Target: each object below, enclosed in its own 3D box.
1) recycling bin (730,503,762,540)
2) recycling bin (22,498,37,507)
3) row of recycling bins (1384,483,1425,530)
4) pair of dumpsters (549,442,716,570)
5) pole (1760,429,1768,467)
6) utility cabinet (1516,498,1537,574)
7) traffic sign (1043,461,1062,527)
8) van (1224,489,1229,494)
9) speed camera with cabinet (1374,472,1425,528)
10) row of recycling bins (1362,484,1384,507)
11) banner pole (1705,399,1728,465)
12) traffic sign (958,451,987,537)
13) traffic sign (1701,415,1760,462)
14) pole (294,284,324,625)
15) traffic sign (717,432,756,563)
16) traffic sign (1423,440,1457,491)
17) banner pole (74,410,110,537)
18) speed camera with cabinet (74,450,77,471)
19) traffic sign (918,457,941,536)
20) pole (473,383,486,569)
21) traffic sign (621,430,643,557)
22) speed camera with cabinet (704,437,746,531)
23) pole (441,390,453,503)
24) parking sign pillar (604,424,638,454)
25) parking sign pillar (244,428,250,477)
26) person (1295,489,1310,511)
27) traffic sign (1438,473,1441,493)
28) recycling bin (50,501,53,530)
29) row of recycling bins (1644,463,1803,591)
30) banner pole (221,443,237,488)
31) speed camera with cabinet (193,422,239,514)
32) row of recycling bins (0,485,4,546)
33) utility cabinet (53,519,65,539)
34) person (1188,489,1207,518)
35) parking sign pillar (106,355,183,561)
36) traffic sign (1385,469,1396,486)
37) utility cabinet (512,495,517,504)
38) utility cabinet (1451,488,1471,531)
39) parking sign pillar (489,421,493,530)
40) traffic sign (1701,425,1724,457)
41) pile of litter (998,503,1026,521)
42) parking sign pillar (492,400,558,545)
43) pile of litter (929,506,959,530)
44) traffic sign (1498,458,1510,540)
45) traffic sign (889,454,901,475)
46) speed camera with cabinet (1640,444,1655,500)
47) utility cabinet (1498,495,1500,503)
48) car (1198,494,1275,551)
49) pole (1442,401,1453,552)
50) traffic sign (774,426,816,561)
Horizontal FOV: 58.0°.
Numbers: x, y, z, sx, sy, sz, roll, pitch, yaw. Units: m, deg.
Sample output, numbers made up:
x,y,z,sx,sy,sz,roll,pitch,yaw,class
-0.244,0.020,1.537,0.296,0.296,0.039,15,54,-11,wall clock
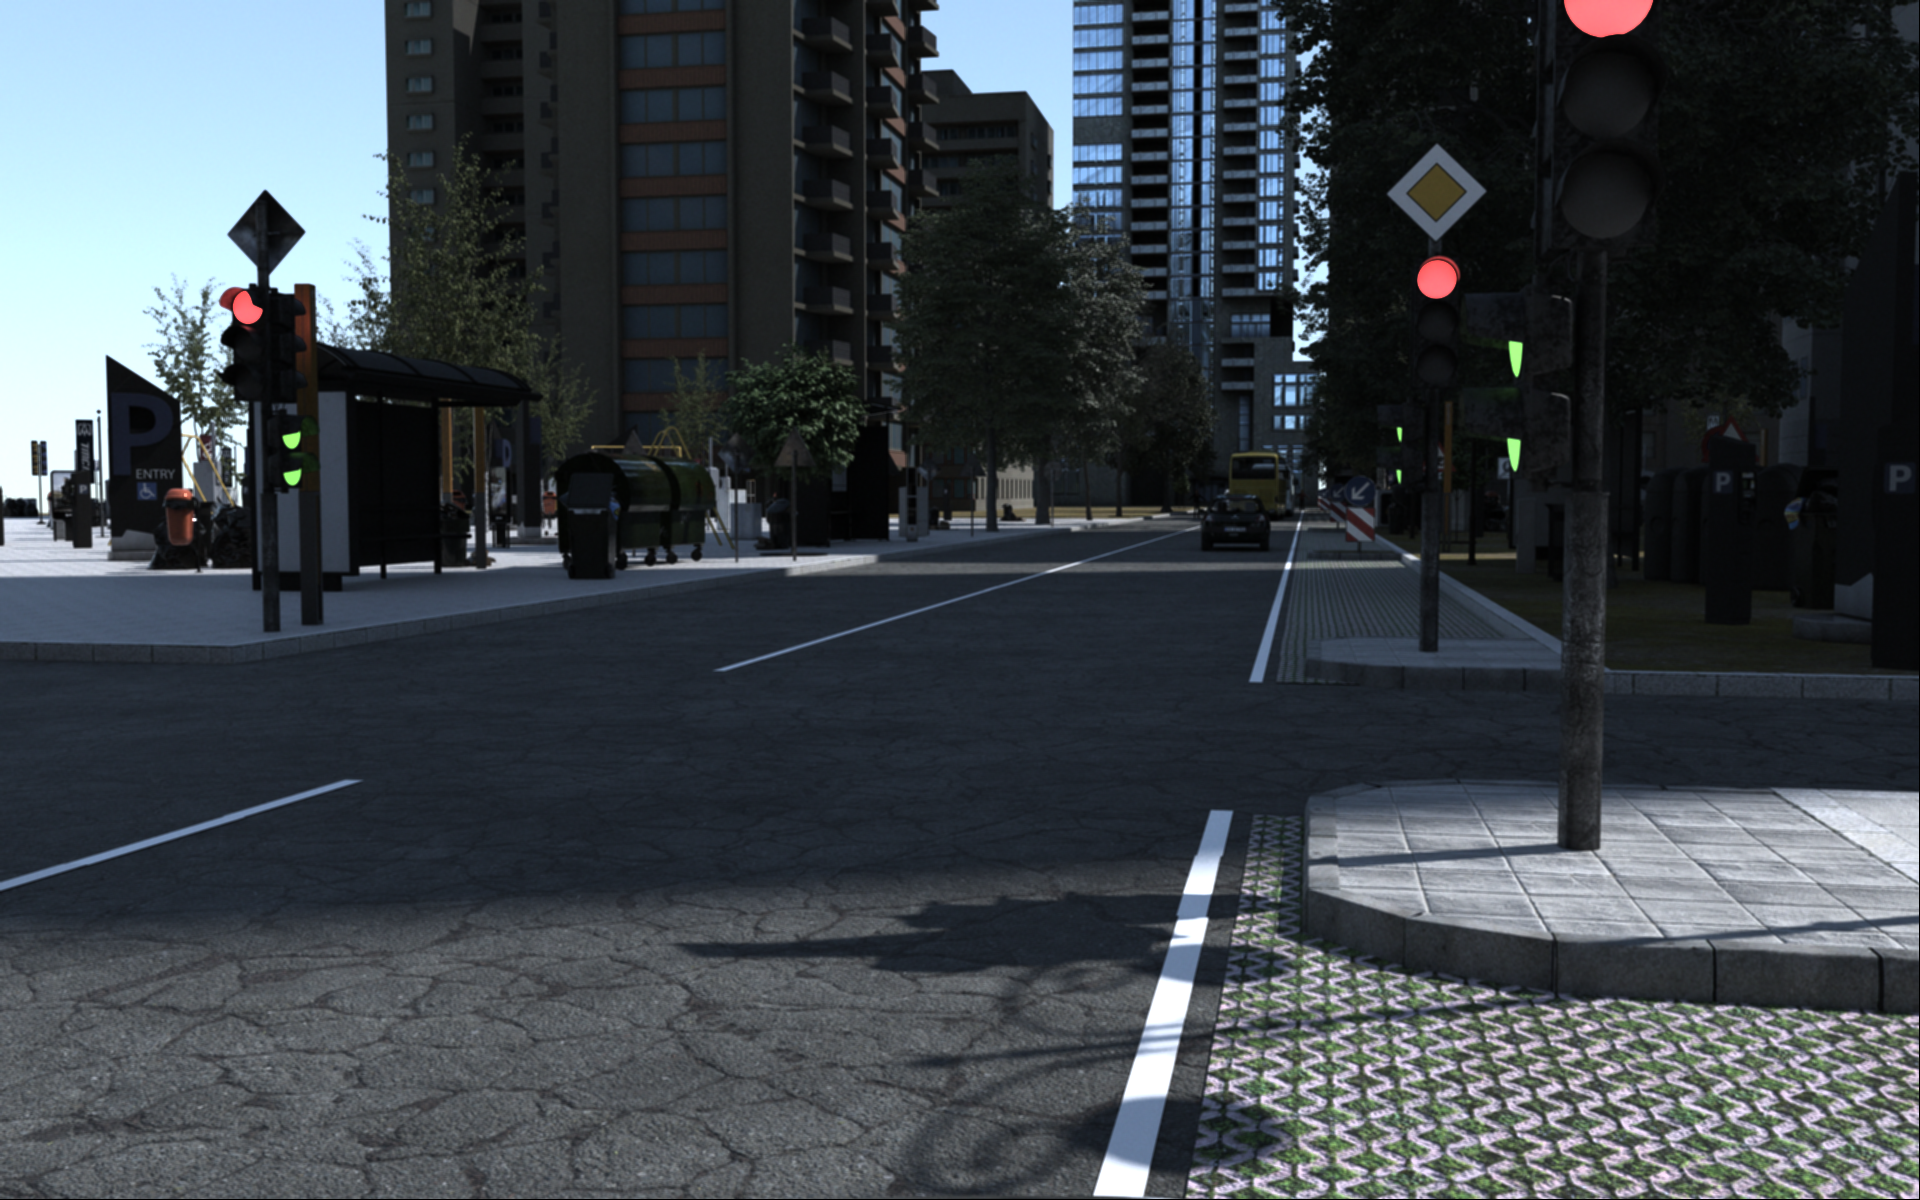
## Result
x,y,z,sx,sy,sz,roll,pitch,yaw,class
-5.991,-2.198,48.497,0.722,1.027,0.722,1,4,11,recycling bin
-53.181,-5.272,98.743,0.722,1.027,0.722,1,4,18,recycling bin
16.781,-3.451,63.545,1.069,1.692,3.534,2,4,33,row of recycling bins
-5.837,-1.754,31.164,1.574,2.255,4.437,1,4,11,pair of dumpsters
25.038,-3.680,54.008,0.158,3.312,0.155,0,3,0,pole
9.272,-1.053,28.384,0.306,1.237,1.020,1,4,17,utility cabinet
3.588,-4.102,67.166,0.768,2.556,0.104,1,4,20,traffic sign
23.657,-8.774,150.463,2.013,2.044,4.112,1,4,10,van
17.019,-4.418,66.563,2.038,3.252,0.660,0,4,2,speed camera with cabinet
18.687,-3.971,72.036,3.534,1.692,1.069,2,4,30,row of recycling bins
20.123,-3.428,46.066,0.401,3.779,0.863,-1,4,-23,banner pole
0.369,-3.191,52.180,0.884,2.594,0.081,1,4,17,traffic sign
12.720,-1.752,28.644,0.884,2.594,0.081,1,4,20,traffic sign
-6.364,-1.412,16.925,0.158,3.312,0.155,0,3,0,pole
-4.180,-1.908,32.377,0.795,2.450,0.064,1,4,18,traffic sign
11.419,-2.535,41.456,0.884,2.594,0.081,1,4,19,traffic sign
-25.694,-3.746,51.266,0.863,3.779,0.401,-2,4,-25,banner pole
-40.186,-5.116,77.988,0.660,3.252,2.038,-3,5,-42,speed camera with cabinet
-0.969,-3.192,53.377,0.795,2.450,0.064,1,4,13,traffic sign
-8.214,-2.187,29.604,0.158,3.312,0.155,0,3,0,pole
-6.653,-2.156,35.253,0.884,2.594,0.081,1,4,21,traffic sign
-8.388,-4.060,60.716,0.660,3.252,2.038,2,4,35,speed camera with cabinet
-9.680,-2.376,32.694,0.158,3.312,0.155,0,3,0,pole
-12.967,-4.769,66.440,1.447,3.967,1.447,0,4,-2,parking sign pillar
-28.567,-5.037,70.828,1.447,3.967,1.447,0,4,8,parking sign pillar
29.543,-8.634,149.628,1.348,1.831,0.705,1,4,10,person
13.719,-2.912,49.741,0.606,2.300,0.079,1,4,19,traffic sign
-32.215,-3.043,62.300,0.722,1.027,0.722,0,4,-3,recycling bin
10.809,-1.064,24.506,1.069,1.692,3.534,0,4,-6,row of recycling bins
-34.664,-5.646,82.330,0.863,3.779,0.401,-1,4,-11,banner pole
-20.612,-3.280,47.971,0.660,3.252,2.038,0,4,-5,speed camera with cabinet
-24.795,-2.247,43.849,1.069,1.692,3.534,-2,4,-29,row of recycling bins
-25.556,-2.491,49.402,0.318,1.500,1.173,-1,4,-14,utility cabinet
14.001,-5.678,102.164,1.217,1.723,0.721,-1,4,-15,person
-15.821,-2.763,33.649,1.447,3.967,1.447,-2,4,-25,parking sign pillar
21.430,-5.297,86.710,0.768,2.556,0.104,1,4,18,traffic sign
-23.970,-4.980,92.583,0.306,1.237,1.020,-2,4,-30,utility cabinet
17.094,-3.116,59.620,0.318,1.500,1.173,-1,4,-22,utility cabinet
-16.313,-4.469,61.545,1.447,3.967,1.447,0,4,1,parking sign pillar
14.099,-1.954,32.056,0.768,2.556,0.104,1,4,21,traffic sign
2.428,-4.152,81.856,1.176,0.858,1.719,-1,4,-22,pile of litter
-10.971,-3.396,44.003,1.447,3.967,1.447,-1,4,-23,parking sign pillar
-0.841,-2.963,62.405,1.719,0.858,1.176,0,4,-3,pile of litter
15.407,-2.845,48.646,0.606,2.300,0.079,1,4,13,traffic sign
-2.097,-2.990,48.886,0.884,2.594,0.081,1,4,14,traffic sign
26.437,-4.549,68.720,2.038,3.252,0.660,1,4,17,speed camera with cabinet
23.579,-4.051,77.402,1.020,1.237,0.306,0,4,7,utility cabinet
7.163,-2.149,44.917,2.009,1.686,4.222,1,4,10,car
10.733,-2.708,38.112,0.158,3.312,0.155,0,3,0,pole
-3.171,-2.027,33.144,0.884,2.594,0.081,1,4,20,traffic sign
